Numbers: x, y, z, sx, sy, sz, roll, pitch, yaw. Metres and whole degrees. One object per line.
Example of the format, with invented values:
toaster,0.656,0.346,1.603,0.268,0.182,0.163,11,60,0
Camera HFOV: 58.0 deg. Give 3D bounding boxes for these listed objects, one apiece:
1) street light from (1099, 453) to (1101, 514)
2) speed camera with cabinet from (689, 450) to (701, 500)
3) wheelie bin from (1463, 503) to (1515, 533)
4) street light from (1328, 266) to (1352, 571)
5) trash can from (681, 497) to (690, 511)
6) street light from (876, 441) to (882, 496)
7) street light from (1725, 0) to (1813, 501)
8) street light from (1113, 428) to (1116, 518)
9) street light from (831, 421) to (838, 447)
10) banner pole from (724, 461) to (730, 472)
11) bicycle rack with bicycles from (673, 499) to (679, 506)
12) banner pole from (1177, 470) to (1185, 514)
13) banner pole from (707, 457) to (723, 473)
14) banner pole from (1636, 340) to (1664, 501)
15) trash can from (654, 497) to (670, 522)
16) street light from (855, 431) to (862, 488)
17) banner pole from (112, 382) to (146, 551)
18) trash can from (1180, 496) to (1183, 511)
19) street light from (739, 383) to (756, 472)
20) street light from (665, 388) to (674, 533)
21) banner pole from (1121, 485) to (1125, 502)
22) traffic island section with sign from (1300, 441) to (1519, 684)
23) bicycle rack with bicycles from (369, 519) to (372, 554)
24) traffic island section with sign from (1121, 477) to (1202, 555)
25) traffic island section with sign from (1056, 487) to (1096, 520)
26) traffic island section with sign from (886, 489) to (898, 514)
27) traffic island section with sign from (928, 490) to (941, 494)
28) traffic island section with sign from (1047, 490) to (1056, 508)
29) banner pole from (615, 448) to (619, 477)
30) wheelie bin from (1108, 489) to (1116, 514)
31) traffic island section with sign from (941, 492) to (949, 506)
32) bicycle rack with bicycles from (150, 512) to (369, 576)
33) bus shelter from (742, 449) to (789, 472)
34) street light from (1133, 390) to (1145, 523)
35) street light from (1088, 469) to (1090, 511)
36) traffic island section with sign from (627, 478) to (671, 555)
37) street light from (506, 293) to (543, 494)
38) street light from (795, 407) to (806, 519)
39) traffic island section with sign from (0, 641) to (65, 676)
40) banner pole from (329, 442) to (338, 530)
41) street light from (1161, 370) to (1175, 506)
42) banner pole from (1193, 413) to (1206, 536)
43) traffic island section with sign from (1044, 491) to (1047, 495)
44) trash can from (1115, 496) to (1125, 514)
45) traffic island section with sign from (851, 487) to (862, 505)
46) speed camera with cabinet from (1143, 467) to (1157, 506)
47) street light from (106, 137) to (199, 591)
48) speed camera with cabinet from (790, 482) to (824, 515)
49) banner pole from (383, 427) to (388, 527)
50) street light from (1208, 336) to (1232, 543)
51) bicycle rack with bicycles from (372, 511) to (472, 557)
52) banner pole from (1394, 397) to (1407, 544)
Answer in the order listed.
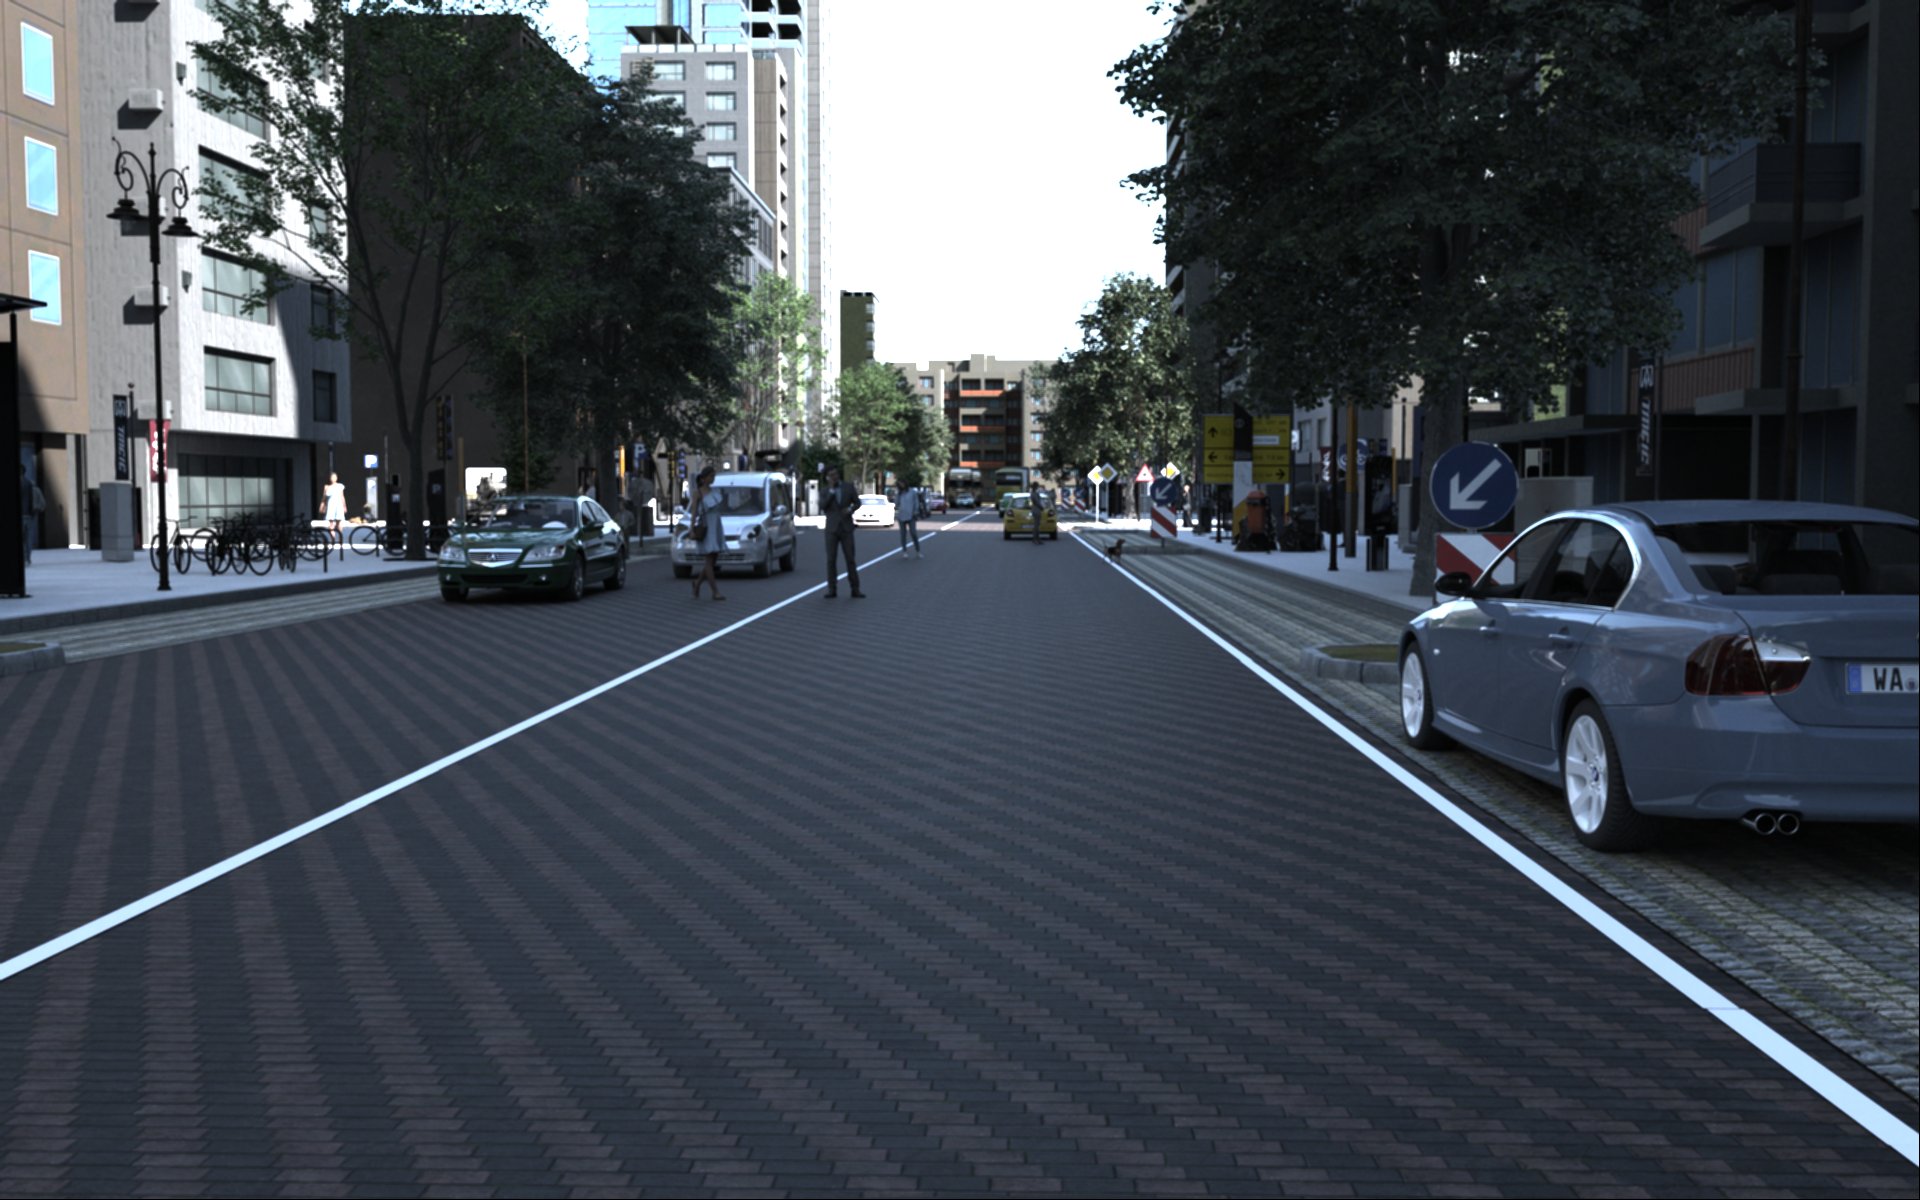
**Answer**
street light,9.006,-8.463,111.161,0.468,5.910,1.993,0,4,2
speed camera with cabinet,-10.326,-4.792,72.686,2.038,3.252,0.660,-1,4,-17
wheelie bin,8.582,-1.241,28.196,0.980,1.594,0.693,0,4,4
street light,6.260,-3.430,28.871,0.468,5.910,1.993,0,4,2
trash can,-11.531,-3.812,73.985,0.748,1.137,0.748,0,3,0
street light,-6.616,-10.270,140.704,0.468,5.910,1.993,0,4,2
street light,5.787,-2.397,11.976,0.468,5.910,1.993,0,4,2
street light,8.441,-7.438,94.395,0.468,5.910,1.993,0,4,2
street light,-7.756,-8.196,106.798,0.468,5.910,1.993,0,4,2
banner pole,-15.718,-7.692,115.785,0.863,3.779,0.401,-3,5,-40
bicycle rack with bicycles,-18.176,-6.315,116.633,2.925,0.926,2.852,2,4,32
banner pole,14.448,-7.523,113.010,0.401,3.779,0.863,3,5,42
banner pole,-15.518,-7.272,108.917,0.863,3.779,0.401,0,4,0
banner pole,11.134,-2.319,27.935,0.401,3.779,0.863,-1,4,-9
trash can,-13.744,-4.177,79.940,0.748,1.137,0.748,0,3,0
street light,-7.223,-9.250,124.024,0.468,5.910,1.993,0,4,2
banner pole,-18.613,-2.977,38.693,0.401,3.779,0.863,1,4,10
trash can,17.037,-7.401,132.666,0.748,1.137,0.748,0,3,0
street light,-8.879,-6.098,72.487,0.468,5.910,1.993,0,4,2
street light,-9.461,-5.128,56.627,0.468,5.910,1.993,0,4,2
banner pole,10.883,-7.696,115.842,0.401,3.779,0.863,-1,4,-14
traffic island section with sign,3.789,-0.317,13.819,1.989,1.847,2.006,0,4,2
bicycle rack with bicycles,-13.320,-1.231,33.503,2.925,0.926,2.852,-2,4,-34
traffic island section with sign,4.714,-2.016,41.596,1.989,1.847,2.006,0,4,2
traffic island section with sign,6.534,-5.374,96.486,1.989,1.847,2.006,0,4,2
traffic island section with sign,-4.905,-7.032,123.593,1.989,1.847,2.006,0,4,2
traffic island section with sign,-3.225,-10.092,173.637,1.989,1.847,2.006,0,4,2
traffic island section with sign,7.452,-7.055,123.983,1.989,1.847,2.006,0,4,2
banner pole,-16.417,-5.654,82.464,0.863,3.779,0.401,-1,4,-23
wheelie bin,10.048,-6.482,113.896,0.693,1.594,0.980,2,4,25
traffic island section with sign,-2.315,-11.773,201.114,1.989,1.847,2.006,0,4,2
bicycle rack with bicycles,-11.632,-0.909,28.238,2.852,0.926,2.925,-3,5,-39
bus shelter,-10.493,-6.263,93.687,1.731,3.624,6.357,0,4,2
street light,8.015,-6.403,77.479,0.468,5.910,1.993,0,4,2
street light,9.578,-9.520,128.436,0.468,5.910,1.993,0,4,2
traffic island section with sign,-7.623,-1.985,41.088,1.989,1.847,2.006,0,4,2
street light,-10.020,-4.107,39.945,0.468,5.910,1.993,0,4,2
street light,-8.275,-7.153,89.743,0.468,5.910,1.993,0,4,2
traffic island section with sign,-8.515,-0.331,14.048,1.989,1.847,2.006,0,4,2
banner pole,-22.081,-4.341,60.992,0.401,3.779,0.863,0,4,-2
street light,7.515,-5.517,62.995,0.468,5.910,1.993,0,4,2
banner pole,7.624,-3.878,53.429,0.863,3.779,0.401,-1,4,-13
traffic island section with sign,9.086,-10.067,173.221,1.989,1.847,2.006,0,4,2
trash can,10.278,-6.081,111.082,0.748,1.137,0.748,0,3,0
traffic island section with sign,-5.780,-5.384,96.652,1.989,1.847,2.006,0,4,2
speed camera with cabinet,14.359,-8.115,127.017,2.038,3.252,0.660,-3,4,-36
street light,-10.620,-3.067,22.941,0.468,5.910,1.993,0,4,2
speed camera with cabinet,-9.543,-6.953,108.013,2.038,3.252,0.660,-1,4,-14
banner pole,-21.453,-4.570,64.737,0.401,3.779,0.863,-2,4,-25
street light,6.833,-4.450,45.552,0.468,5.910,1.993,0,4,2
bicycle rack with bicycles,-11.350,-1.411,36.451,2.925,0.926,2.852,-1,4,-8
banner pole,11.559,-3.371,45.128,0.401,3.779,0.863,1,4,19
